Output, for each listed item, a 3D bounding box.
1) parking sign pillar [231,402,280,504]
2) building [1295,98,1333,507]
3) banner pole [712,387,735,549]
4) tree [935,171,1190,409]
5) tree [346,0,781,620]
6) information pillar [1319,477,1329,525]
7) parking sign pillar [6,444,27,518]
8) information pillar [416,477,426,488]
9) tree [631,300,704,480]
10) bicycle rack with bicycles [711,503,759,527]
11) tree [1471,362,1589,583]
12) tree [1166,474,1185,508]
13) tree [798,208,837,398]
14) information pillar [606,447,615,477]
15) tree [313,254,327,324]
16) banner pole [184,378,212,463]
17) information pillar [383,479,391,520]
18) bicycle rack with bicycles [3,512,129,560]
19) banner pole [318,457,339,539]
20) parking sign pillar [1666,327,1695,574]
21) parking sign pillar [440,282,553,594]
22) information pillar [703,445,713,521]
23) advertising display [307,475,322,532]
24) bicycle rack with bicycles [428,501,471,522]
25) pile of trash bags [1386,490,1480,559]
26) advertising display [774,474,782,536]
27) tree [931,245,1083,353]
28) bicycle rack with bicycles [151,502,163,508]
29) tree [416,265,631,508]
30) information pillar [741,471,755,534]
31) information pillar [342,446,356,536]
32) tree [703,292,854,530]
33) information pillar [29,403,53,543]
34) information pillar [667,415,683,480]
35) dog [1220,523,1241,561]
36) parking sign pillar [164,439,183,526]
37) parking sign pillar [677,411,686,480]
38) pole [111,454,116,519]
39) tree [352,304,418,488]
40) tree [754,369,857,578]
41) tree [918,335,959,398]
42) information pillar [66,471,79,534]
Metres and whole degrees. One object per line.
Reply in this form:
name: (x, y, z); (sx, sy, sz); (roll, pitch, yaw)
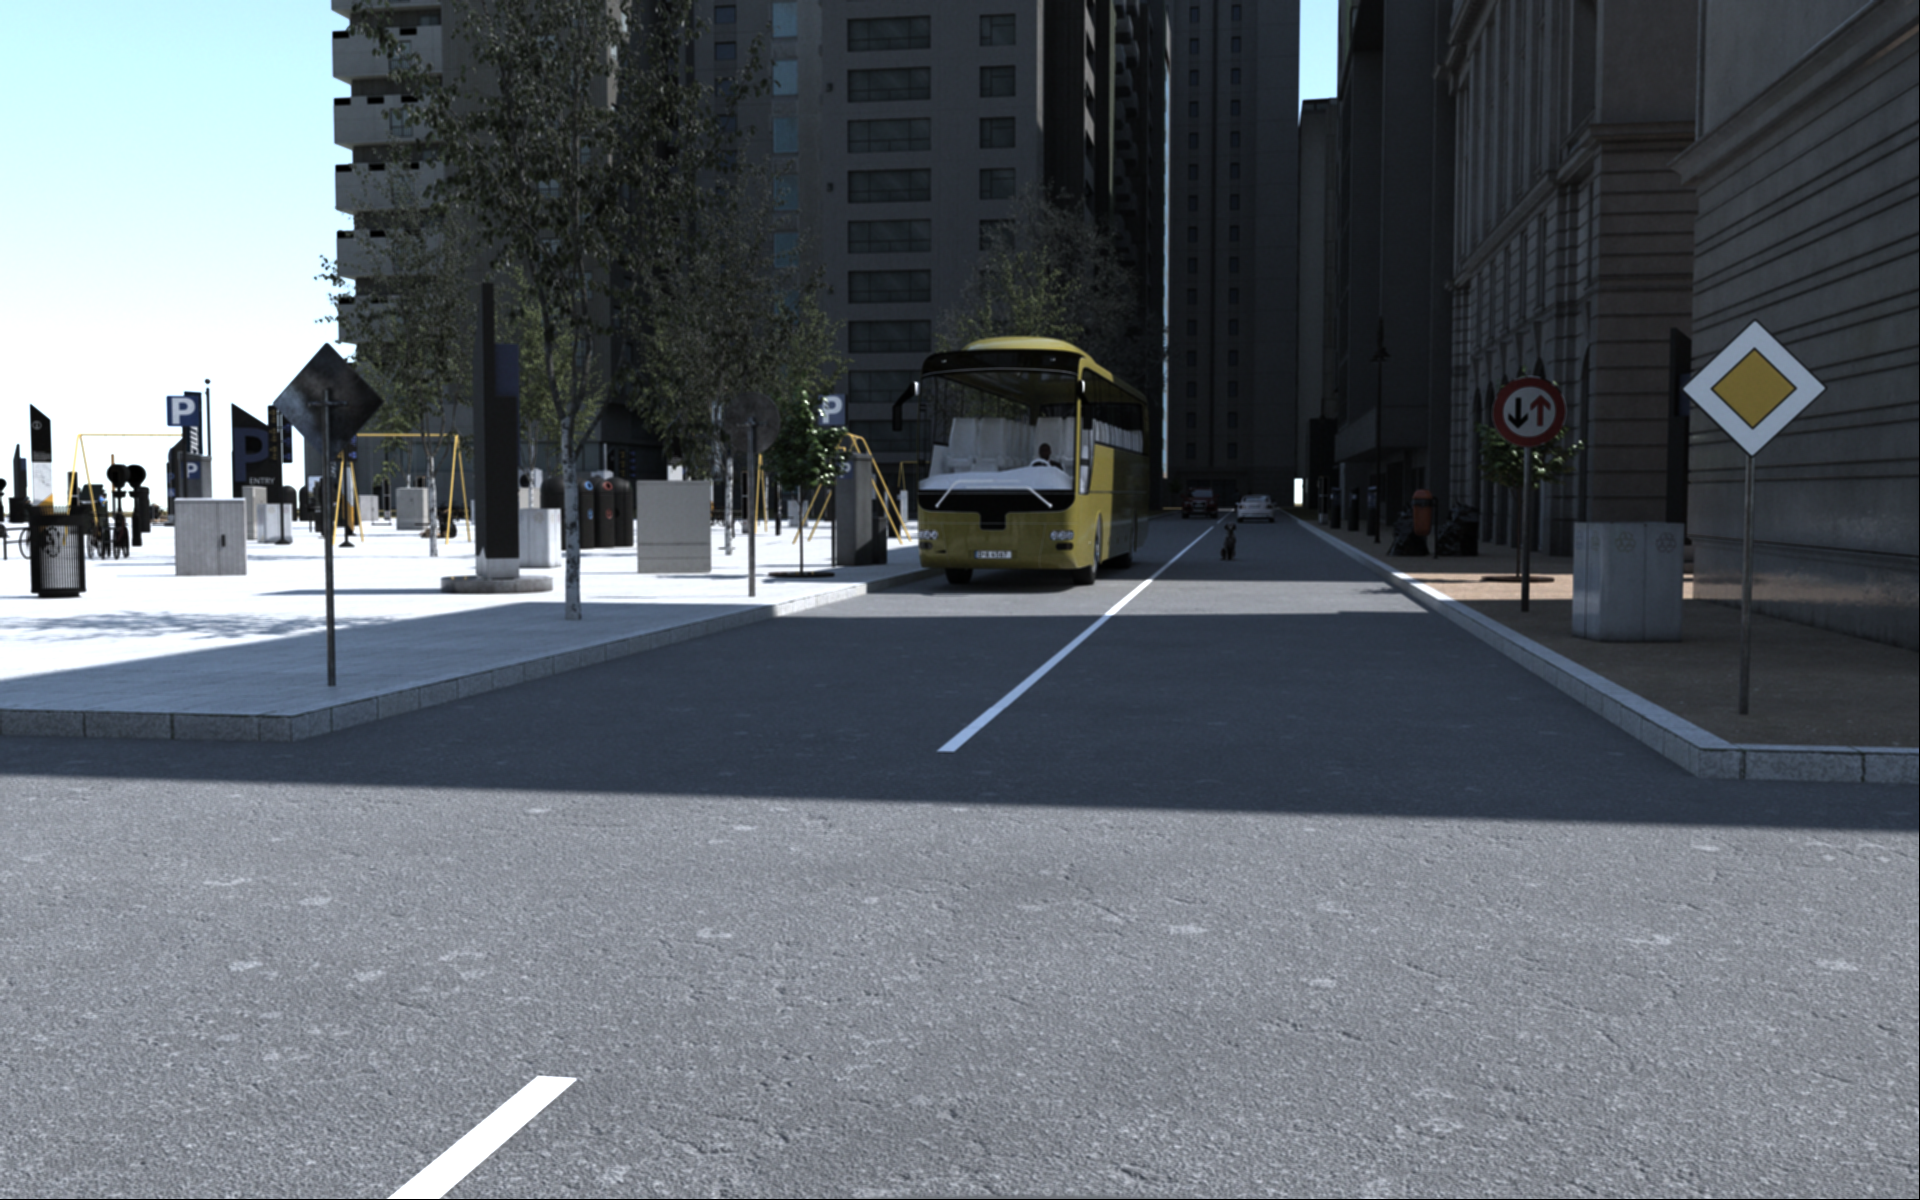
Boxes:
parking sign pillar: (-20.701, -3.821, 50.947); (1.447, 3.967, 1.447); (-1, 4, -18)
building: (40.669, -29.914, 172.688); (14.086, 41.232, 14.154); (1, 4, 10)
banner pole: (-5.594, -3.089, 40.520); (0.401, 3.779, 0.863); (-3, 4, -39)
tree: (3.576, -9.577, 66.952); (12.009, 13.543, 11.850); (0, 3, 0)
tree: (-3.897, -4.091, 17.256); (4.360, 8.622, 3.978); (0, 3, 0)
information pillar: (15.222, -4.159, 72.484); (0.304, 2.012, 0.304); (-1, 4, -18)
parking sign pillar: (-50.474, -6.393, 92.996); (1.447, 3.967, 1.447); (-3, 4, -38)
information pillar: (-22.722, -4.193, 73.053); (0.304, 2.012, 0.304); (0, 3, 0)
tree: (-10.666, -7.034, 65.374); (4.737, 8.622, 4.395); (0, 3, 0)
bicycle rack with bicycles: (-9.530, -3.435, 69.546); (2.925, 0.926, 2.852); (-3, 5, -43)
tree: (8.376, -1.889, 25.481); (1.663, 3.219, 1.824); (0, 3, 0)
tree: (20.180, -10.270, 162.517); (1.663, 3.219, 1.824); (0, 3, 0)
tree: (-4.769, -5.257, 36.315); (4.360, 8.622, 3.978); (0, 3, 0)
information pillar: (-17.437, -5.818, 86.484); (0.183, 3.616, 0.504); (3, 4, 36)
tree: (-10.834, -5.187, 35.175); (4.360, 8.622, 3.978); (0, 3, 0)
banner pole: (-16.375, -2.896, 37.367); (0.401, 3.779, 0.863); (2, 4, 25)
information pillar: (-28.205, -4.941, 85.274); (0.304, 2.012, 0.304); (-1, 4, -12)
bicycle rack with bicycles: (-17.743, -1.311, 34.815); (2.852, 0.926, 2.925); (-1, 4, -10)
banner pole: (-18.193, -3.666, 49.954); (0.863, 3.779, 0.401); (2, 4, 28)
parking sign pillar: (12.204, -2.429, 28.194); (1.447, 3.967, 1.447); (-1, 4, -15)
parking sign pillar: (-6.125, -2.100, 22.814); (1.447, 3.967, 1.447); (-1, 4, -22)
information pillar: (-12.028, -5.595, 82.829); (0.504, 3.616, 0.183); (1, 4, 19)
advertising display: (-21.537, -3.244, 58.256); (0.974, 1.923, 0.123); (1, 4, 23)
bicycle rack with bicycles: (-26.461, -4.603, 88.641); (2.925, 0.926, 2.852); (-3, 4, -38)
pile of trash bags: (9.761, -1.597, 35.863); (1.912, 1.369, 3.447); (1, 4, 21)
advertising display: (-5.658, -2.976, 53.879); (0.123, 1.923, 0.974); (0, 4, 2)
tree: (1.596, -6.157, 51.034); (4.737, 8.622, 4.395); (0, 3, 0)
bicycle rack with bicycles: (-37.249, -4.189, 81.864); (2.852, 0.926, 2.925); (0, 4, 7)
tree: (-13.630, -6.347, 54.133); (4.737, 8.622, 4.395); (0, 3, 0)
information pillar: (-6.865, -3.159, 56.135); (0.304, 2.012, 0.304); (3, 5, 40)
information pillar: (-18.812, -3.783, 53.202); (0.504, 3.616, 0.183); (3, 4, 36)
tree: (-5.961, -6.819, 61.858); (4.737, 8.622, 4.395); (0, 3, 0)
information pillar: (-23.801, -3.274, 44.878); (0.504, 3.616, 0.183); (-3, 5, -43)
information pillar: (-8.269, -3.608, 50.343); (0.504, 3.616, 0.183); (-3, 5, -42)
dog: (5.913, -1.267, 37.559); (0.513, 0.831, 0.800); (3, 4, 39)
parking sign pillar: (-31.096, -4.940, 69.243); (1.447, 3.967, 1.447); (1, 4, 15)
parking sign pillar: (-9.016, -4.088, 55.306); (1.447, 3.967, 1.447); (-1, 4, -15)
pole: (-42.901, -5.744, 87.762); (0.158, 3.312, 0.155); (0, 3, 0)
tree: (-21.031, -7.019, 65.116); (4.737, 8.622, 4.395); (0, 3, 0)
tree: (-2.424, -1.971, 26.832); (1.663, 3.219, 1.824); (0, 3, 0)
tree: (0.029, -7.802, 77.929); (4.360, 8.622, 3.978); (0, 3, 0)
information pillar: (-28.680, -3.151, 56.005); (0.304, 2.012, 0.304); (-2, 4, -34)
